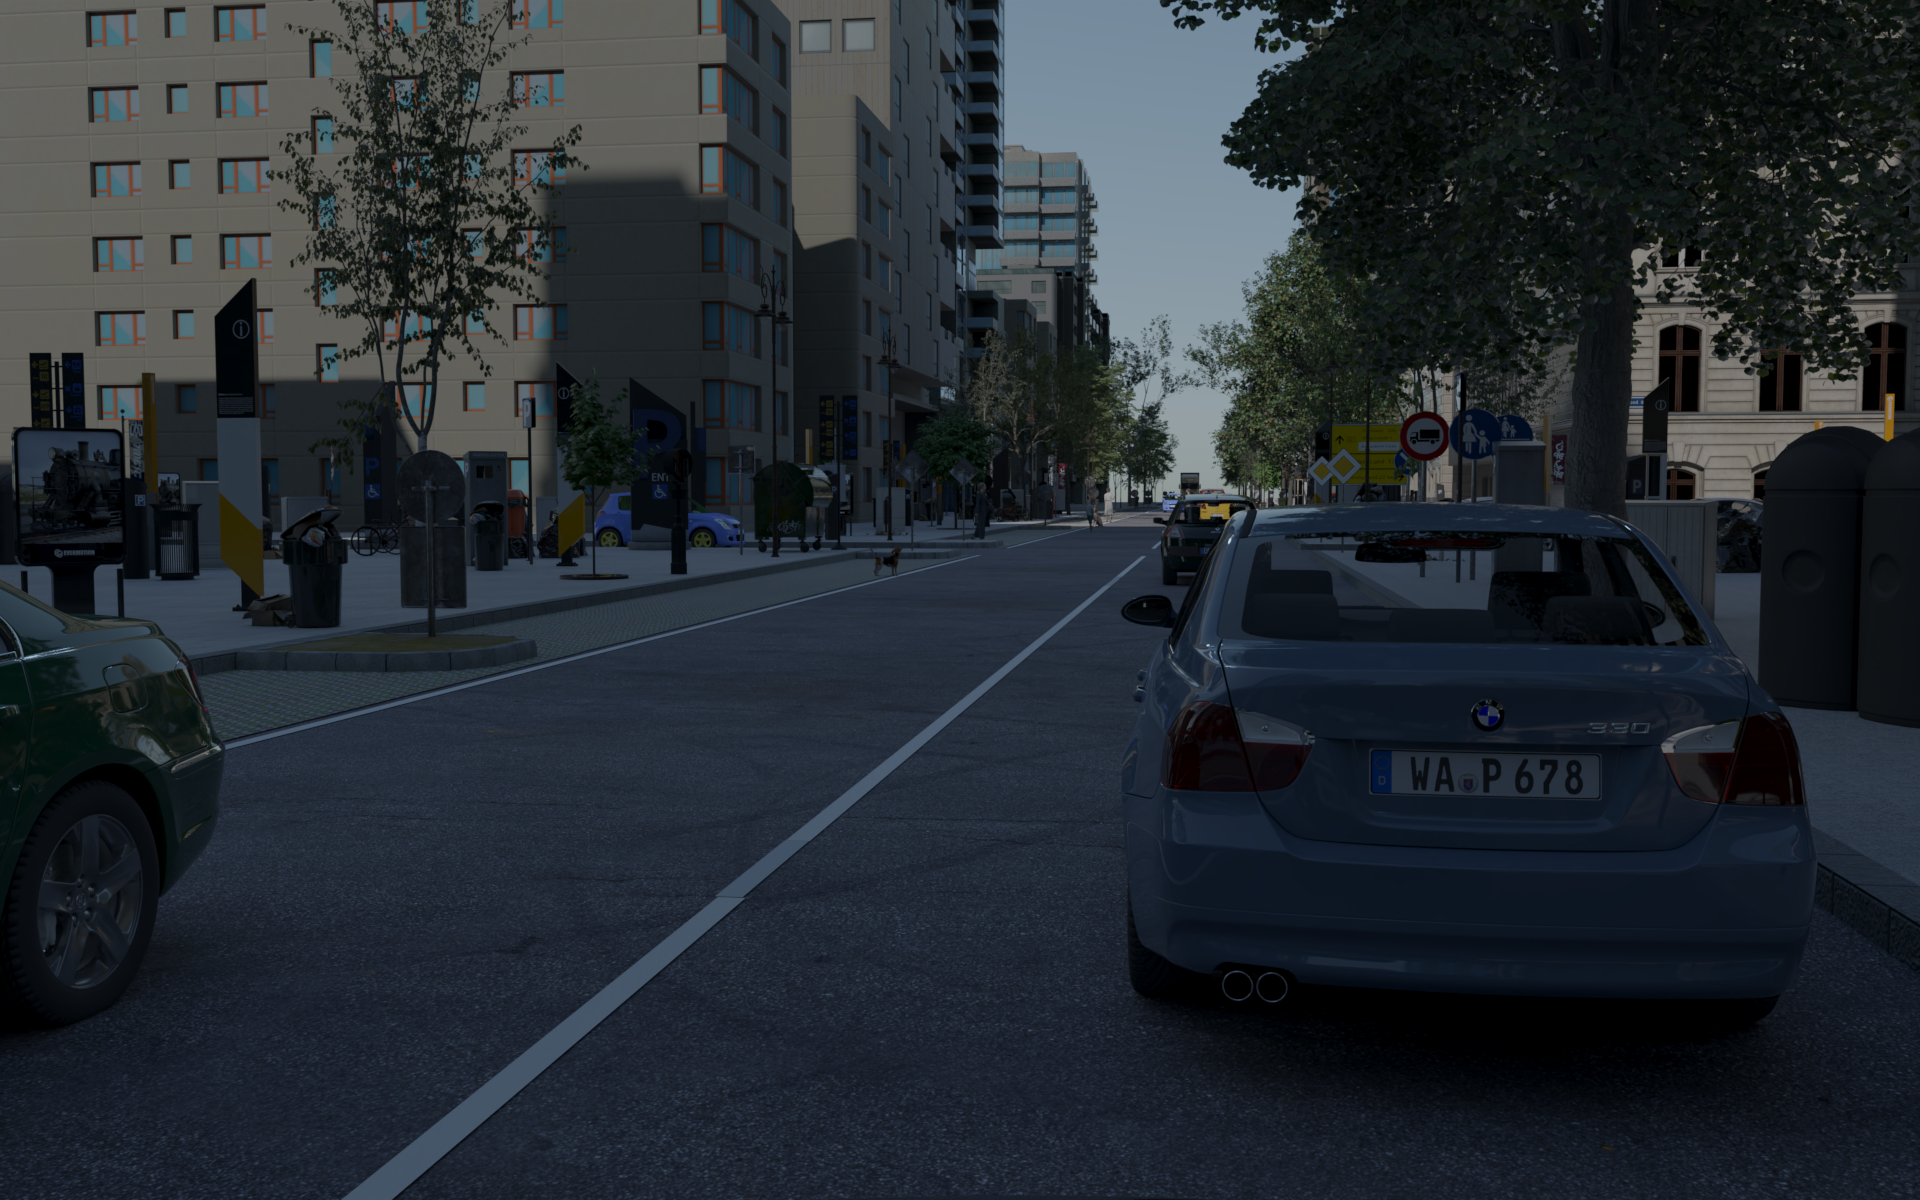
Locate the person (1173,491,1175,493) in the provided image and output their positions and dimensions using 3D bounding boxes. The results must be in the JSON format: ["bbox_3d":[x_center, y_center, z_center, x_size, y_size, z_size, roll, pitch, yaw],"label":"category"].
[{"bbox_3d":[22.376,-10.513,181.096,1.217,1.735,0.721,0,4,-8],"label":"person"}]

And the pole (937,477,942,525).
[{"bbox_3d":[-0.849,-4.725,71.091,0.158,3.312,0.155,0,3,0],"label":"pole"}]

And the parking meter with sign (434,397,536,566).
[{"bbox_3d":[-8.512,-2.125,31.008,1.738,3.016,0.543,-2,4,-30],"label":"parking meter with sign"}]

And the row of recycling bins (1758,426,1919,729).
[{"bbox_3d":[5.720,-0.132,9.264,1.069,1.692,3.534,-1,4,-18],"label":"row of recycling bins"}]

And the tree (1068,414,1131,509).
[{"bbox_3d":[10.777,-11.591,139.882,4.737,8.622,4.395,0,3,0],"label":"tree"}]

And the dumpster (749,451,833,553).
[{"bbox_3d":[-3.776,-2.209,38.619,1.502,2.255,1.985,1,4,8],"label":"dumpster"}]

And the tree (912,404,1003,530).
[{"bbox_3d":[-0.076,-4.847,62.969,4.285,4.588,4.351,0,3,0],"label":"tree"}]

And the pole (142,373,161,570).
[{"bbox_3d":[-13.630,-2.162,29.189,0.158,3.312,0.155,0,3,0],"label":"pole"}]

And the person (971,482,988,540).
[{"bbox_3d":[0.584,-2.566,50.878,0.534,1.772,0.576,0,4,-7],"label":"person"}]

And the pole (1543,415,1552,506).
[{"bbox_3d":[15.156,-3.115,44.767,0.158,3.312,0.155,0,3,0],"label":"pole"}]

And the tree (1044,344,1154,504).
[{"bbox_3d":[9.954,-13.055,131.575,7.486,12.596,7.792,0,3,0],"label":"tree"}]

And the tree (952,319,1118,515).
[{"bbox_3d":[3.492,-9.602,91.405,8.767,10.594,7.601,1,4,10],"label":"tree"}]

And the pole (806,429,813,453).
[{"bbox_3d":[-4.743,-3.712,54.533,0.158,3.312,0.155,0,3,0],"label":"pole"}]

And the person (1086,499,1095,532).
[{"bbox_3d":[4.895,-3.167,64.963,0.352,1.250,0.332,0,4,-5],"label":"person"}]

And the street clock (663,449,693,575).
[{"bbox_3d":[-4.499,-1.413,27.666,0.358,2.002,0.471,2,4,32],"label":"street clock"}]

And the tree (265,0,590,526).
[{"bbox_3d":[-6.874,-4.388,22.105,4.360,8.622,3.978,0,3,0],"label":"tree"}]

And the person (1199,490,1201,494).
[{"bbox_3d":[24.814,-10.407,178.738,1.350,1.814,0.705,-1,4,-12],"label":"person"}]

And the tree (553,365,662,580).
[{"bbox_3d":[-5.557,-1.924,26.065,1.663,3.219,1.824,0,3,0],"label":"tree"}]

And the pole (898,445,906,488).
[{"bbox_3d":[-2.344,-4.745,71.419,0.158,3.312,0.155,0,3,0],"label":"pole"}]

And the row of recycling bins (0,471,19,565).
[{"bbox_3d":[-18.578,-1.467,31.092,3.534,1.692,1.069,-2,4,-25],"label":"row of recycling bins"}]

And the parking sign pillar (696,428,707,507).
[{"bbox_3d":[-7.726,-3.825,51.014,1.447,3.967,1.447,-1,4,-9],"label":"parking sign pillar"}]

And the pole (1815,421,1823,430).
[{"bbox_3d":[23.870,-3.326,48.226,0.158,3.312,0.155,0,3,0],"label":"pole"}]

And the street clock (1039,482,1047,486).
[{"bbox_3d":[4.787,-5.827,99.837,0.471,2.002,0.358,-2,4,-26],"label":"street clock"}]

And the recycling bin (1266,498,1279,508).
[{"bbox_3d":[18.636,-5.528,102.940,0.722,1.027,0.722,0,4,-3],"label":"recycling bin"}]

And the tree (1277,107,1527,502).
[{"bbox_3d":[8.122,-4.944,31.190,4.737,8.622,4.395,0,3,0],"label":"tree"}]

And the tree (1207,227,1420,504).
[{"bbox_3d":[15.069,-9.565,73.401,9.611,12.733,9.660,0,3,0],"label":"tree"}]

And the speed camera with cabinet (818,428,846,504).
[{"bbox_3d":[-4.475,-3.534,52.117,2.038,3.252,0.660,2,4,24],"label":"speed camera with cabinet"}]

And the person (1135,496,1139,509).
[{"bbox_3d":[15.204,-8.390,148.915,0.421,1.427,0.697,0,4,1],"label":"person"}]

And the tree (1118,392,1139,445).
[{"bbox_3d":[6.615,-10.445,105.186,8.767,10.594,7.601,0,4,-2],"label":"tree"}]

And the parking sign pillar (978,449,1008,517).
[{"bbox_3d":[2.110,-6.721,98.366,1.447,3.967,1.447,-3,4,-37],"label":"parking sign pillar"}]

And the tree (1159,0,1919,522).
[{"bbox_3d":[5.375,-6.589,14.386,9.857,13.997,8.962,0,3,0],"label":"tree"}]

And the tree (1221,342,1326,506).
[{"bbox_3d":[19.407,-10.420,104.784,8.767,10.594,7.601,3,4,37],"label":"tree"}]

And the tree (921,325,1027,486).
[{"bbox_3d":[0.767,-7.631,75.135,4.360,8.622,3.978,0,3,0],"label":"tree"}]

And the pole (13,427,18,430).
[{"bbox_3d":[-28.684,-3.601,52.720,0.158,3.312,0.155,0,3,0],"label":"pole"}]

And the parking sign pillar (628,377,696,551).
[{"bbox_3d":[-6.935,-3.145,39.899,1.447,3.967,1.447,-1,4,-13],"label":"parking sign pillar"}]

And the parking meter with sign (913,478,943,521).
[{"bbox_3d":[-1.530,-5.387,84.335,1.738,3.016,0.543,2,4,34],"label":"parking meter with sign"}]

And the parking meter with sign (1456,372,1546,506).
[{"bbox_3d":[8.025,-1.748,24.842,1.738,3.016,0.543,1,4,10],"label":"parking meter with sign"}]

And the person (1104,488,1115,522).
[{"bbox_3d":[7.591,-4.819,87.853,0.480,1.755,0.524,1,4,22],"label":"person"}]

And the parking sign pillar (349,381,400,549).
[{"bbox_3d":[-13.611,-3.192,40.666,1.447,3.967,1.447,0,4,-2],"label":"parking sign pillar"}]

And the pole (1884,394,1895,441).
[{"bbox_3d":[18.947,-2.541,35.394,0.158,3.312,0.155,0,3,0],"label":"pole"}]

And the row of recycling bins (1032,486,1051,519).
[{"bbox_3d":[4.304,-5.146,91.243,1.069,1.692,3.534,0,4,4],"label":"row of recycling bins"}]

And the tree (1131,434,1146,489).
[{"bbox_3d":[13.829,-12.325,151.880,4.737,8.622,4.395,0,3,0],"label":"tree"}]

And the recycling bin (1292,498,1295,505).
[{"bbox_3d":[20.377,-5.735,106.317,0.722,1.027,0.722,-2,4,-35],"label":"recycling bin"}]

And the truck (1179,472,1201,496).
[{"bbox_3d":[30.106,-14.549,226.787,2.839,4.237,11.283,0,4,8],"label":"truck"}]

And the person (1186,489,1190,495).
[{"bbox_3d":[14.609,-6.266,111.291,0.374,1.781,0.599,0,4,-6],"label":"person"}]

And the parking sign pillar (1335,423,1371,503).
[{"bbox_3d":[14.536,-4.616,63.946,1.447,3.967,1.447,1,4,14],"label":"parking sign pillar"}]

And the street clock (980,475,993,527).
[{"bbox_3d":[1.034,-3.836,67.284,0.471,2.002,0.358,-3,5,-40],"label":"street clock"}]

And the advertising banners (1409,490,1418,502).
[{"bbox_3d":[16.692,-4.142,63.909,0.090,3.025,2.074,2,4,26],"label":"advertising banners"}]

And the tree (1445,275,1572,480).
[{"bbox_3d":[17.197,-6.393,54.881,4.360,8.622,3.978,0,3,0],"label":"tree"}]
